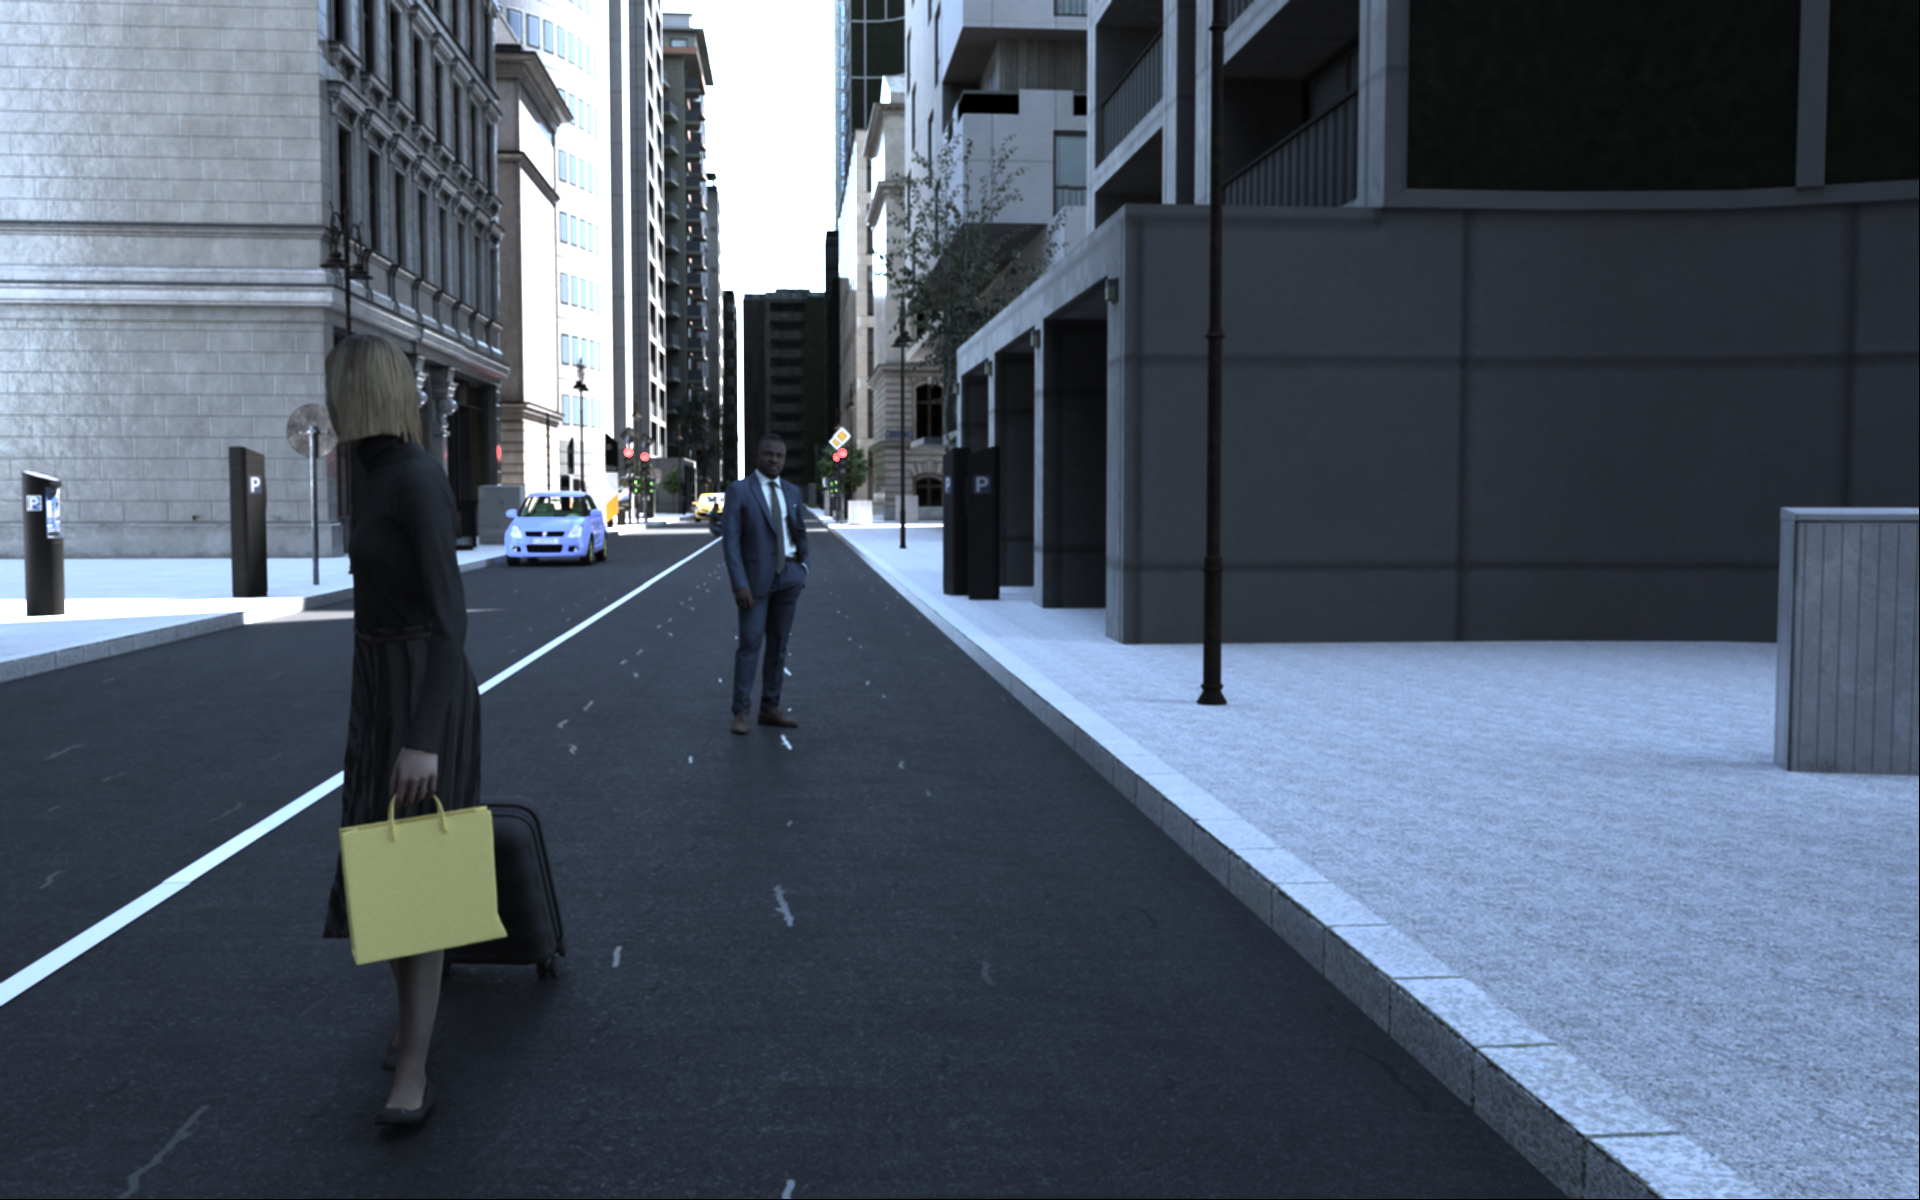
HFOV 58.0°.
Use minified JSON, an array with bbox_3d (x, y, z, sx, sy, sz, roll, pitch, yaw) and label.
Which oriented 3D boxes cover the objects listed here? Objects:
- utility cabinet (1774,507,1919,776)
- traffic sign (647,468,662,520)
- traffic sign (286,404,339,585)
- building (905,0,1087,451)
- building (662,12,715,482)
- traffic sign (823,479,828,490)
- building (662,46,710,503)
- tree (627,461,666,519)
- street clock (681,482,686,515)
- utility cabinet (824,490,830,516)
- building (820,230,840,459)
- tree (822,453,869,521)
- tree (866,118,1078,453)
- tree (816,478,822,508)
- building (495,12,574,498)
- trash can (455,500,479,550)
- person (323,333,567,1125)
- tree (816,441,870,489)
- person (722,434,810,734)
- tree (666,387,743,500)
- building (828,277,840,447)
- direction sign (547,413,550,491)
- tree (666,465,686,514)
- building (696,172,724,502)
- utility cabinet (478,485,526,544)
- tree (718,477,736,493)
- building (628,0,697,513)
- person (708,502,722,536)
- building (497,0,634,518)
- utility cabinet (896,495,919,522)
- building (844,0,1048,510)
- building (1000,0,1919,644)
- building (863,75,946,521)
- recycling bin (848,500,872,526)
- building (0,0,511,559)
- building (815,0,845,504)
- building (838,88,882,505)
[{"bbox_3d":[4.354,0.194,7.994,1.020,1.237,0.306,1,4,12],"label":"utility cabinet"},{"bbox_3d":[-15.127,-5.238,85.746,0.768,2.556,0.104,0,4,3],"label":"traffic sign"},{"bbox_3d":[-9.100,-1.486,24.399,0.768,2.556,0.104,0,4,0],"label":"traffic sign"},{"bbox_3d":[12.363,-28.664,57.901,28.713,52.752,27.495,0,4,-6],"label":"building"},{"bbox_3d":[-42.333,-37.017,194.474,28.713,52.752,27.495,0,4,-6],"label":"building"},{"bbox_3d":[-8.039,-6.306,105.229,0.606,2.300,0.079,0,4,-3],"label":"traffic sign"},{"bbox_3d":[-35.744,-31.333,166.920,22.147,44.769,28.867,0,4,-6],"label":"building"},{"bbox_3d":[-16.225,-5.753,88.657,1.663,3.219,1.824,0,3,0],"label":"tree"},{"bbox_3d":[-17.160,-6.301,107.588,0.358,2.002,0.471,-1,4,-19],"label":"street clock"},{"bbox_3d":[-7.346,-5.476,98.203,0.318,1.500,1.173,-2,4,-25],"label":"utility cabinet"},{"bbox_3d":[-7.943,-25.688,191.701,14.160,30.474,14.107,0,4,-6],"label":"building"},{"bbox_3d":[-5.372,-5.363,82.279,1.663,3.219,1.824,0,3,0],"label":"tree"},{"bbox_3d":[0.151,-5.179,35.047,4.360,8.622,3.978,0,3,0],"label":"tree"},{"bbox_3d":[-8.491,-7.341,114.625,1.663,3.219,1.824,0,3,0],"label":"tree"},{"bbox_3d":[-24.501,-12.160,63.442,19.286,19.102,10.561,0,4,-6],"label":"building"},{"bbox_3d":[-11.428,-1.721,39.793,0.748,1.137,0.748,0,3,0],"label":"trash can"},{"bbox_3d":[-1.306,0.261,4.451,0.699,1.804,1.509,0,4,5],"label":"person"},{"bbox_3d":[-6.781,-7.182,101.140,4.285,4.588,4.351,0,3,0],"label":"tree"},{"bbox_3d":[-1.209,-0.120,10.650,0.419,1.800,0.721,3,5,44],"label":"person"},{"bbox_3d":[-22.273,-13.136,149.178,8.767,10.594,7.601,2,4,27],"label":"tree"},{"bbox_3d":[-4.870,-19.415,147.118,12.332,23.373,15.834,0,4,-6],"label":"building"},{"bbox_3d":[-11.555,-3.465,48.645,0.379,3.537,0.876,-1,4,-12],"label":"direction sign"},{"bbox_3d":[-18.764,-7.289,113.773,1.663,3.219,1.824,0,3,0],"label":"tree"},{"bbox_3d":[-37.309,-32.854,220.761,14.086,41.232,14.154,0,4,-6],"label":"building"},{"bbox_3d":[-11.535,-2.136,43.608,1.173,1.500,0.318,1,4,15],"label":"utility cabinet"},{"bbox_3d":[-26.419,-12.237,194.682,1.663,3.219,1.824,0,3,0],"label":"tree"},{"bbox_3d":[-29.659,-41.902,123.349,20.563,71.187,20.611,0,4,-6],"label":"building"},{"bbox_3d":[-8.166,-2.734,58.706,0.738,1.151,1.012,0,4,-7],"label":"person"},{"bbox_3d":[-29.371,-33.579,91.008,21.231,58.520,28.212,0,4,-6],"label":"building"},{"bbox_3d":[-2.440,-4.202,79.859,1.020,1.237,0.306,-1,4,-20],"label":"utility cabinet"},{"bbox_3d":[-3.202,-44.970,173.512,20.563,71.187,20.611,0,4,-6],"label":"building"},{"bbox_3d":[11.100,-35.465,18.112,20.563,71.187,20.611,0,4,-6],"label":"building"},{"bbox_3d":[12.727,-16.481,88.553,34.723,24.649,14.460,0,4,-6],"label":"building"},{"bbox_3d":[-4.039,-3.504,69.848,0.722,1.027,0.722,-3,5,-43],"label":"recycling bin"},{"bbox_3d":[-17.097,-11.255,34.933,10.553,20.767,40.483,0,4,-6],"label":"building"},{"bbox_3d":[-6.593,-55.089,213.381,22.319,86.520,31.000,0,4,-6],"label":"building"},{"bbox_3d":[1.599,-19.454,122.591,19.350,26.468,34.151,0,4,-6],"label":"building"}]
